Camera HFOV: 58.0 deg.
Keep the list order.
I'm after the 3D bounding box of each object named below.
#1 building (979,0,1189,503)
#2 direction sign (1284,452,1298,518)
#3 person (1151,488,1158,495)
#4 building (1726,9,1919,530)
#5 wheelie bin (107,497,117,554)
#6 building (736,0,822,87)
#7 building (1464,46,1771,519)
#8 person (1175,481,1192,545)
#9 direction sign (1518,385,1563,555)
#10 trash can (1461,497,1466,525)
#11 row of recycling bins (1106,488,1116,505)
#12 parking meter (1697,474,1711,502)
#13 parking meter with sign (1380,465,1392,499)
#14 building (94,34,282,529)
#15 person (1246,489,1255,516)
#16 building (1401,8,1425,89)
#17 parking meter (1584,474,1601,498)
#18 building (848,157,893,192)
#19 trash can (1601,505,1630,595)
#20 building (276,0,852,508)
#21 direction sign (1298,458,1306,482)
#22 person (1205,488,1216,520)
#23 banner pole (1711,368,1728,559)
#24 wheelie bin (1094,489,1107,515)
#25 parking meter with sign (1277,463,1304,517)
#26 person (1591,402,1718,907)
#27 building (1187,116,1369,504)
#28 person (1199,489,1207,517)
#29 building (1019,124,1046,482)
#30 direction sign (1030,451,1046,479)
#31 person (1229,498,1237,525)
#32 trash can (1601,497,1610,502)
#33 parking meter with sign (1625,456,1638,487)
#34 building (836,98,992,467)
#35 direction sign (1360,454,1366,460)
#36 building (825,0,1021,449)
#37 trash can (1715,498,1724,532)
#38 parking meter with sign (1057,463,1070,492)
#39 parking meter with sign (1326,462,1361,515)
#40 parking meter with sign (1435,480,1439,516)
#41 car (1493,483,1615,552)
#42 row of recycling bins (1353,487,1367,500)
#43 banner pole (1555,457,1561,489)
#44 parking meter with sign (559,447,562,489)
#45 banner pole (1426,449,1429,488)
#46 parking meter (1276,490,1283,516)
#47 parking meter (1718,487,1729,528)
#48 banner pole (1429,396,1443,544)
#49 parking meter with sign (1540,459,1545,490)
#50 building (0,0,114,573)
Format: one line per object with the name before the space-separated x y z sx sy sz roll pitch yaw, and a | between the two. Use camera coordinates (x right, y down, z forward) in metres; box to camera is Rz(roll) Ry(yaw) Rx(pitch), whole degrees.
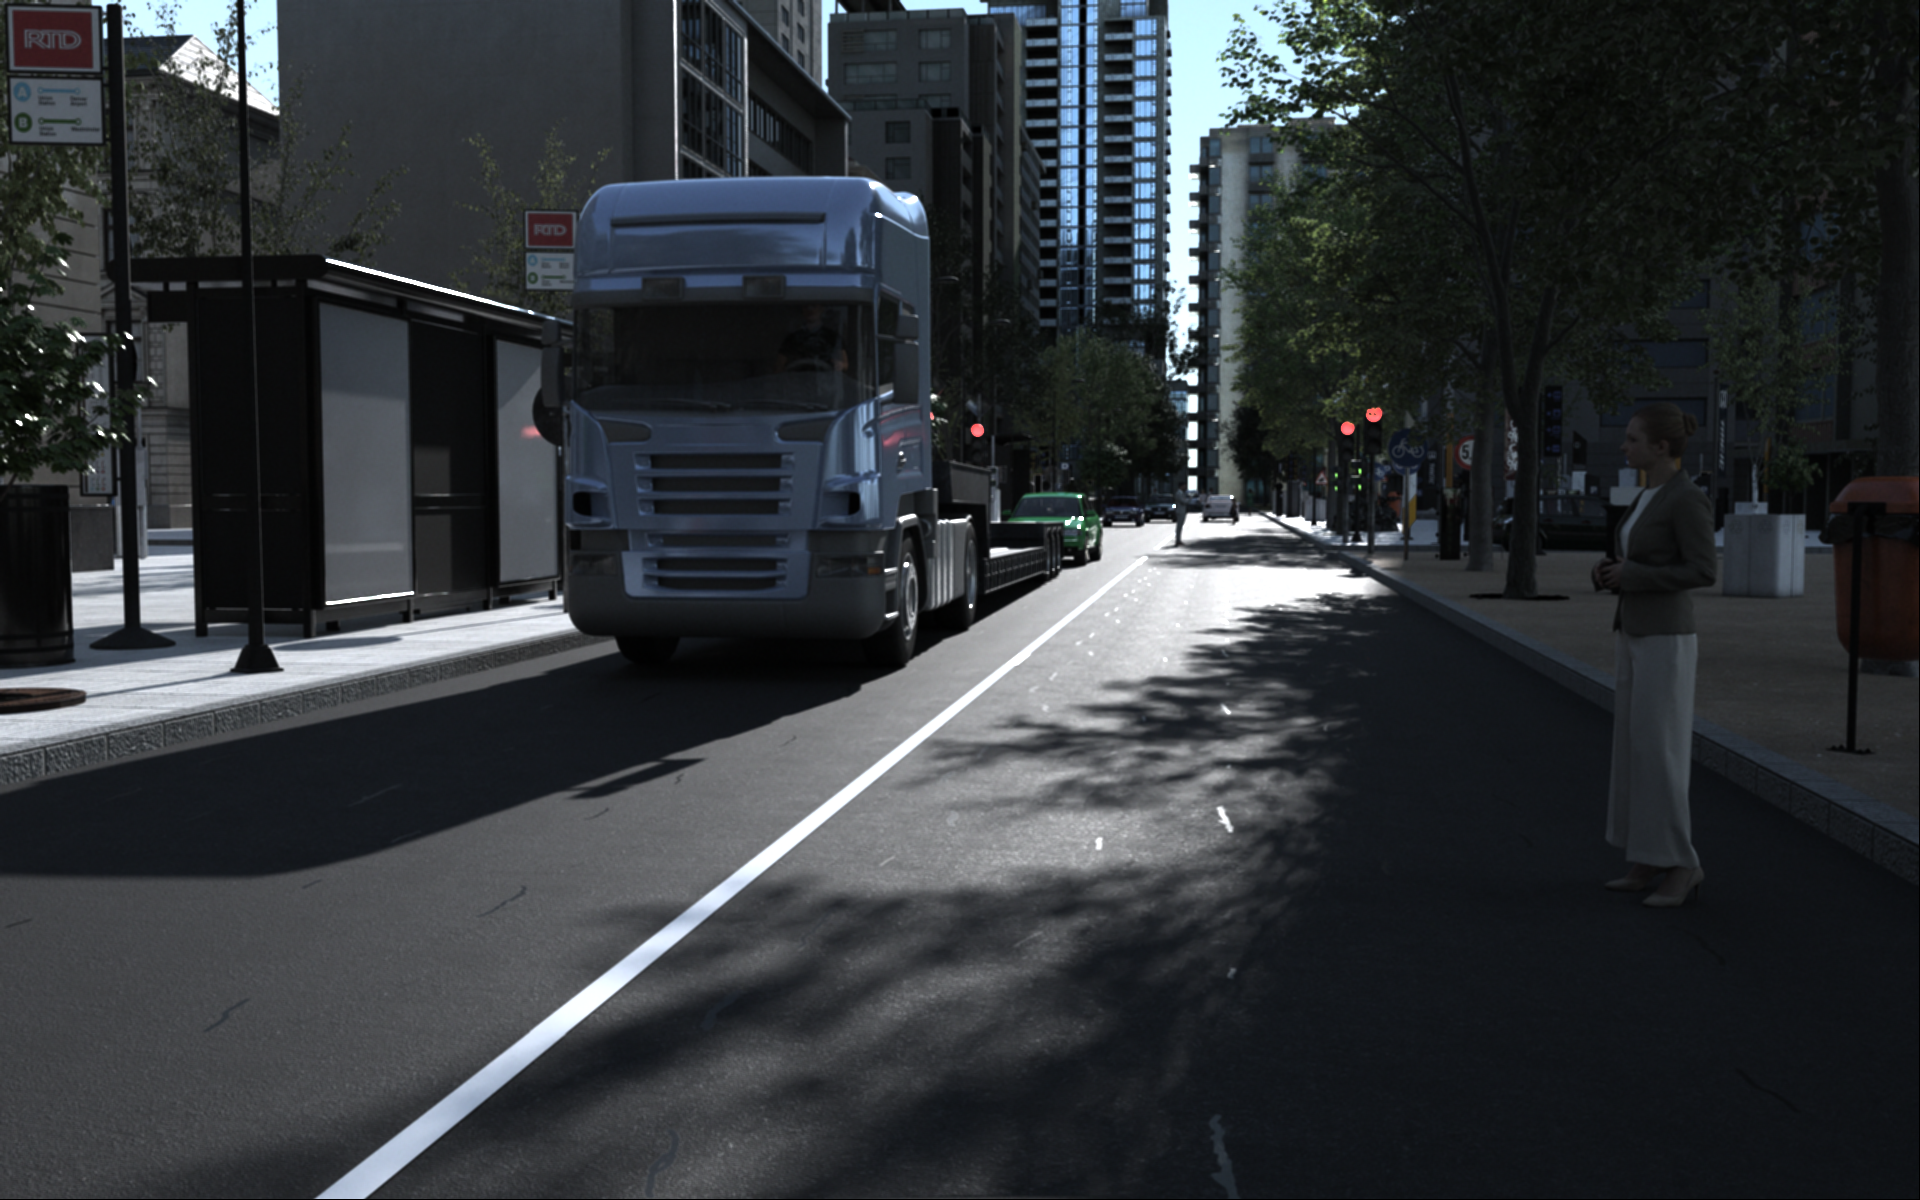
building | 14.360 -55.851 225.827 31.000 86.520 22.319 1 4 9
direction sign | 17.758 -6.217 93.649 0.379 3.537 0.876 -1 4 -17
person | 11.173 -5.561 99.604 0.511 1.800 0.466 1 4 15
building | 43.929 -24.914 61.965 28.867 44.769 22.147 1 4 9
wheelie bin | -18.297 -1.766 36.784 0.980 1.594 0.693 -1 4 -10
building | -26.238 -45.433 181.076 20.611 71.187 20.563 1 4 9
building | 38.347 -34.224 101.556 21.231 58.520 28.212 1 4 9
person | 6.252 -2.434 48.477 0.466 1.800 0.511 0 4 5
direction sign | 12.140 -2.711 36.329 0.876 3.537 0.379 1 4 19
trash can | 20.867 -3.739 72.782 0.748 1.137 0.748 0 3 0
row of recycling bins | 9.467 -6.453 112.617 1.069 1.692 3.534 0 4 -5
parking meter | 21.071 -2.656 49.143 0.399 1.863 0.255 1 4 20
parking meter with sign | 25.727 -6.642 104.854 0.543 3.016 1.738 0 4 6
building | -37.222 -12.498 68.973 19.286 19.102 10.561 1 4 9
person | 19.286 -6.509 115.173 0.600 1.795 0.529 2 4 24
building | 52.450 -33.327 164.496 23.786 49.044 30.456 1 4 9
parking meter | 18.271 -2.712 50.059 0.399 1.863 0.255 0 4 -1
building | -9.004 -16.168 100.504 11.583 22.565 21.152 1 4 9
trash can | 8.574 -0.641 22.128 0.748 1.137 0.748 0 3 0
building | -14.667 -15.622 74.482 14.314 24.678 30.058 1 4 9
direction sign | 21.249 -7.132 108.606 0.876 3.537 0.379 2 4 27
person | 13.905 -5.356 96.344 0.850 1.792 0.678 2 4 28
banner pole | 15.136 -2.724 34.550 0.401 3.779 0.863 3 5 43
wheelie bin | 8.455 -5.914 104.599 0.693 1.594 0.980 -3 5 -40
parking meter with sign | 18.732 -6.176 97.232 1.738 3.016 0.543 2 4 27
person | 2.451 0.174 6.205 0.362 1.759 0.519 0 4 0
building | 44.810 -36.894 222.826 30.456 49.044 23.786 1 4 9
person | 15.431 -6.104 108.965 0.731 1.740 0.598 -1 4 -14
building | -4.203 -29.446 173.327 23.993 40.220 32.217 1 4 9
direction sign | 4.028 -6.008 90.225 0.876 3.537 0.379 -1 4 -10
person | 12.833 -4.171 81.362 0.373 1.253 0.362 0 4 7
trash can | 29.213 -4.051 77.884 0.748 1.137 0.748 0 3 0
parking meter with sign | 26.982 -4.489 69.652 0.543 3.016 1.738 1 4 22
building | -5.508 -21.943 130.463 14.160 30.474 14.107 1 4 9
direction sign | 22.753 -6.500 98.274 0.379 3.537 0.876 -1 4 -22
building | -2.714 -28.156 143.942 14.154 41.232 14.086 1 4 9
trash can | 25.372 -2.864 58.472 0.748 1.137 0.748 0 3 0
parking meter with sign | 5.569 -6.063 95.387 0.543 3.016 1.738 1 4 19
parking meter with sign | 20.368 -5.825 91.496 1.738 3.016 0.543 0 4 -6
parking meter with sign | 25.072 -5.858 92.039 0.543 3.016 1.738 -2 4 -25
car | 14.278 -1.823 39.593 4.222 1.686 2.009 1 4 9
row of recycling bins | 21.489 -5.293 93.652 1.069 1.692 3.534 1 4 10
banner pole | 26.457 -5.298 76.634 0.401 3.779 0.863 3 4 36
parking meter with sign | -13.092 -3.519 53.796 0.543 3.016 1.738 3 5 40
banner pole | 23.189 -5.782 84.551 0.863 3.779 0.401 1 4 13
parking meter | 18.358 -5.574 99.543 0.372 1.533 0.369 0 3 0
parking meter | 29.323 -3.557 66.567 0.372 1.533 0.369 0 3 0
banner pole | 12.346 -3.333 44.511 0.401 3.779 0.863 1 4 16
parking meter with sign | 28.695 -5.501 86.194 0.543 3.016 1.738 2 4 24
building | -27.141 -13.913 24.736 25.104 27.353 12.463 1 4 9
